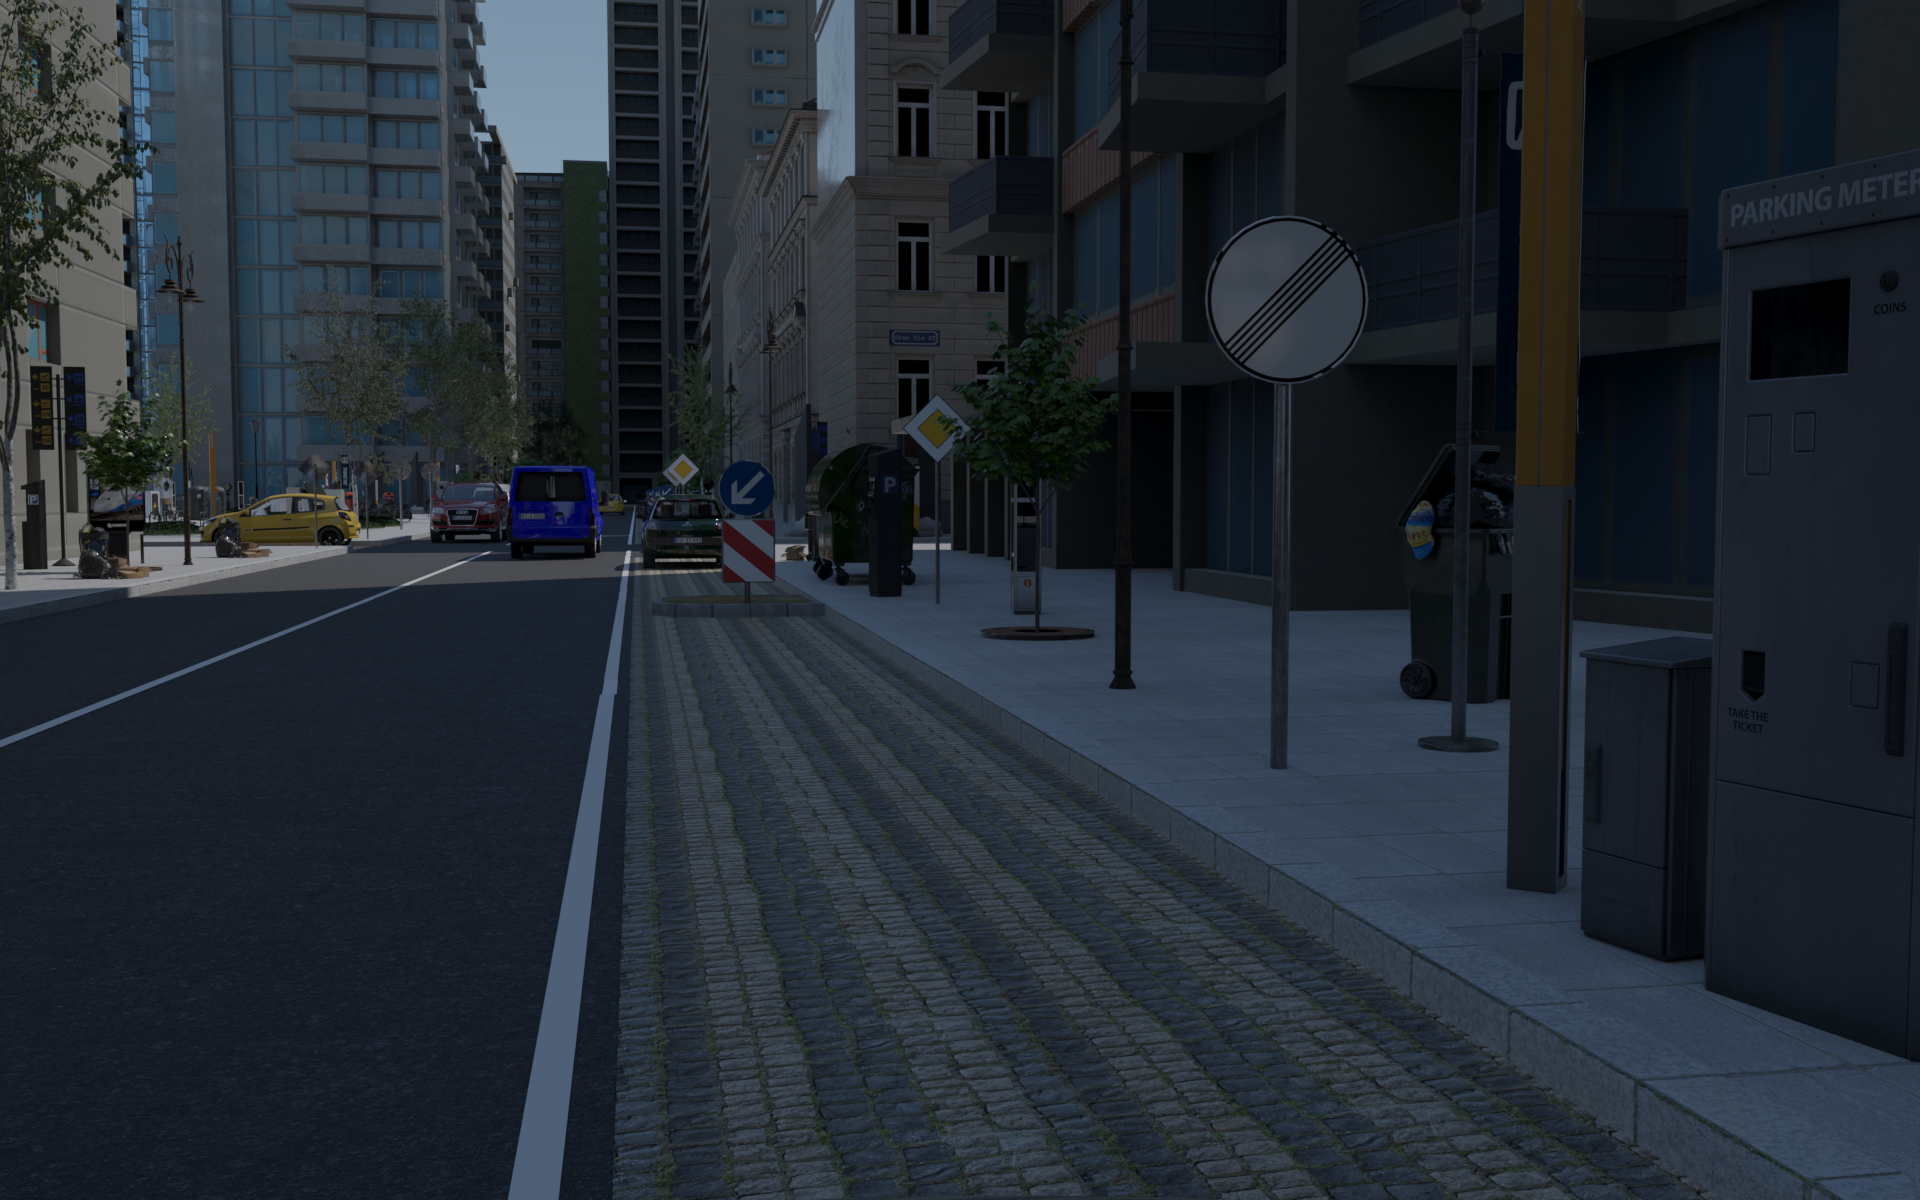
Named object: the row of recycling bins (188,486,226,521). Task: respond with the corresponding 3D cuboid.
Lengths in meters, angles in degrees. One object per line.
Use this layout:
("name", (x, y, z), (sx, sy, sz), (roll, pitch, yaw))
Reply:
("row of recycling bins", (-37.314, -4.806, 85.691), (1.069, 1.692, 3.534), (0, 4, -4))

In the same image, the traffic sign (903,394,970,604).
("traffic sign", (-0.263, -1.156, 20.085), (0.795, 2.450, 0.064), (0, 4, -5))

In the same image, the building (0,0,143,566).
("building", (-30.363, -10.871, 22.778), (28.899, 21.520, 27.650), (-1, 4, -11))

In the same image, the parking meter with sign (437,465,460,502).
("parking meter with sign", (-30.544, -6.500, 102.535), (1.738, 3.016, 0.543), (1, 4, 9))

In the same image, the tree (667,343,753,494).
("tree", (-12.376, -8.163, 83.824), (4.737, 8.622, 4.395), (0, 3, 0))

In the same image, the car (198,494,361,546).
("car", (-17.982, -2.176, 45.808), (3.980, 1.641, 2.015), (-1, 4, -10))

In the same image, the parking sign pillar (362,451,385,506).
("parking sign pillar", (-36.336, -7.270, 107.334), (1.447, 3.967, 1.447), (-2, 4, -35))

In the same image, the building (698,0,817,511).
("building", (-10.495, -31.832, 144.151), (21.300, 48.544, 21.600), (-1, 4, -11))

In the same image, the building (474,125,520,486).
("building", (-57.515, -29.608, 175.976), (23.993, 40.220, 32.217), (-1, 4, -11))

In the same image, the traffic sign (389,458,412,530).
("traffic sign", (-20.016, -3.784, 61.982), (0.768, 2.556, 0.104), (-1, 4, -10))

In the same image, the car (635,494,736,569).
("car", (-5.466, -1.516, 34.575), (2.009, 1.686, 4.222), (-1, 4, -10))

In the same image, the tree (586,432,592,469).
("tree", (-38.055, -13.786, 159.811), (8.767, 10.594, 7.601), (0, 4, -6))

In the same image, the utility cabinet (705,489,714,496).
("utility cabinet", (-11.593, -4.373, 80.178), (0.318, 1.500, 1.173), (-1, 4, -15))

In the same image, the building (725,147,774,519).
("building", (-6.974, -16.070, 98.898), (11.583, 22.565, 21.152), (-1, 4, -11))

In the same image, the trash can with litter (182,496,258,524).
("trash can with litter", (-26.216, -3.111, 61.919), (1.678, 1.210, 2.233), (2, 4, 34))

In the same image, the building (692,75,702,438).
("building", (-16.764, -34.502, 183.720), (23.786, 49.044, 30.456), (-1, 4, -11))

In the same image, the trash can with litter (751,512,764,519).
("trash can with litter", (-8.104, -3.356, 65.931), (2.233, 1.210, 1.678), (-2, 4, -27))

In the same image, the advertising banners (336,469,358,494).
("advertising banners", (-42.775, -7.598, 120.413), (2.074, 3.025, 0.090), (1, 4, 19))

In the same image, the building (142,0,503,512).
("building", (-48.661, -31.481, 134.326), (23.786, 49.044, 30.456), (-1, 4, -11))

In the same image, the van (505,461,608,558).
("van", (-9.374, -2.198, 40.321), (2.240, 2.365, 5.245), (-1, 4, -10))

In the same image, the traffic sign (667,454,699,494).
("traffic sign", (-6.830, -2.394, 42.779), (0.795, 2.450, 0.064), (-1, 4, -11))

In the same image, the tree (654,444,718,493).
("tree", (-16.617, -7.524, 106.727), (4.285, 4.588, 4.351), (0, 3, 0))

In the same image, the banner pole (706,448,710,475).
("banner pole", (-13.763, -6.400, 94.664), (0.401, 3.779, 0.863), (-1, 4, -22))

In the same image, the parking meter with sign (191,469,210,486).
("parking meter with sign", (-51.934, -7.522, 119.245), (1.738, 3.016, 0.543), (-1, 4, -15))

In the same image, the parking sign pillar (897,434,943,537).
("parking sign pillar", (-1.239, -3.912, 52.429), (1.447, 3.967, 1.447), (0, 4, 4))

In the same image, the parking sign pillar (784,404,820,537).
("parking sign pillar", (-4.638, -3.921, 52.586), (1.447, 3.967, 1.447), (-1, 4, -21))

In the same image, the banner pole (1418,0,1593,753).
("banner pole", (2.755, -1.144, 8.716), (0.863, 3.779, 0.401), (-1, 4, -11))

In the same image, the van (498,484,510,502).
("van", (-18.804, -3.830, 69.626), (2.013, 2.044, 4.112), (-1, 4, -11))

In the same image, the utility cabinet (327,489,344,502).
("utility cabinet", (-29.710, -4.482, 81.964), (1.173, 1.500, 0.318), (1, 4, 17))

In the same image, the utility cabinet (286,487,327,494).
("utility cabinet", (-22.125, -3.049, 58.528), (1.173, 1.500, 0.318), (-2, 4, -24))

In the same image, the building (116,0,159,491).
("building", (-85.352, -52.670, 173.821), (31.000, 86.520, 22.319), (-1, 4, -11))

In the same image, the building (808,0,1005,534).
("building", (7.546, -16.177, 61.750), (25.104, 27.353, 12.463), (-1, 4, -11))

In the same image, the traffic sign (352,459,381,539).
("traffic sign", (-16.797, -2.778, 49.069), (0.795, 2.450, 0.064), (-1, 4, -11))

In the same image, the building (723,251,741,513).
("building", (-10.418, -16.088, 117.782), (10.420, 20.320, 16.860), (-1, 4, -11))

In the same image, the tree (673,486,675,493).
("tree", (-28.083, -10.860, 172.166), (1.663, 3.219, 1.824), (0, 3, 0))

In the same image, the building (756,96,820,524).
("building", (-3.201, -13.061, 78.178), (10.561, 19.102, 19.286), (-1, 4, -11))

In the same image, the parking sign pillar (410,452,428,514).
("parking sign pillar", (-34.697, -7.469, 110.589), (1.447, 3.967, 1.447), (-2, 4, -35))

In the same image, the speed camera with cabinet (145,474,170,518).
("speed camera with cabinet", (-43.705, -6.099, 94.046), (0.660, 3.252, 2.038), (0, 4, 4))

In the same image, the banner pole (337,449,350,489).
("banner pole", (-34.462, -6.525, 96.700), (0.401, 3.779, 0.863), (3, 5, 40))

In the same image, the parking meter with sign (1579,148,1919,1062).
("parking meter with sign", (2.247, -0.485, 4.199), (0.543, 3.016, 1.738), (-1, 4, -22))

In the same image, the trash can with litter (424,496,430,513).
("trash can with litter", (-35.604, -6.447, 116.794), (1.055, 1.170, 0.624), (-1, 4, -18))

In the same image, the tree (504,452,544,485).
("tree", (-35.760, -9.721, 142.644), (4.285, 4.588, 4.351), (0, 3, 0))

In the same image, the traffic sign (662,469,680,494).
("traffic sign", (-8.296, -2.874, 50.629), (0.795, 2.450, 0.064), (-1, 4, -11))

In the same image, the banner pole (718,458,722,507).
("banner pole", (-16.183, -7.771, 117.065), (0.401, 3.779, 0.863), (1, 4, 11))

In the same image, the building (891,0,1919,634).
("building", (11.545, -22.806, 27.510), (22.147, 44.769, 28.867), (-1, 4, -11))

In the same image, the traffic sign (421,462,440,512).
("traffic sign", (-21.278, -4.254, 69.651), (0.768, 2.556, 0.104), (0, 4, -1))

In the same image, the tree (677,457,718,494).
("tree", (-14.852, -6.361, 98.598), (1.663, 3.219, 1.824), (0, 3, 0))

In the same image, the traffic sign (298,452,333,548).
("traffic sign", (-15.332, -2.298, 41.219), (0.795, 2.450, 0.064), (-1, 4, -11))

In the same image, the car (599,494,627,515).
("car", (-23.760, -6.598, 118.093), (2.015, 1.641, 3.980), (-1, 4, -9))

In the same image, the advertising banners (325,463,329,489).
("advertising banners", (-35.772, -6.170, 97.069), (0.090, 3.025, 2.074), (0, 4, 2))

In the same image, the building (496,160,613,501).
("building", (-50.261, -32.448, 214.126), (14.086, 41.232, 14.154), (-1, 4, -11))

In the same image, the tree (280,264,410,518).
("tree", (-19.368, -6.412, 55.191), (4.360, 8.622, 3.978), (0, 3, 0))

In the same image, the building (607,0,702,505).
("building", (-33.699, -47.754, 219.021), (20.611, 71.187, 20.563), (-1, 4, -11))

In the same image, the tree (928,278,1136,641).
("tree", (0.689, -1.289, 15.681), (1.663, 3.219, 1.824), (0, 3, 0))

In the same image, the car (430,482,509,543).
("car", (-14.905, -2.707, 52.930), (2.281, 1.827, 5.304), (-1, 4, -9))

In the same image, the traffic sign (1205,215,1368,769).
("traffic sign", (1.492, -0.485, 8.028), (0.768, 2.556, 0.104), (0, 4, -7))

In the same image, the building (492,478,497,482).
("building", (-64.078, -26.909, 211.659), (14.107, 30.474, 14.160), (-1, 4, -11))

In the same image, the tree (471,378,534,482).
("tree", (-28.058, -9.493, 105.578), (4.737, 8.622, 4.395), (0, 3, 0))

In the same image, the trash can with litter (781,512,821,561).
("trash can with litter", (-2.937, -1.342, 33.336), (1.055, 1.170, 0.624), (1, 4, 18))
